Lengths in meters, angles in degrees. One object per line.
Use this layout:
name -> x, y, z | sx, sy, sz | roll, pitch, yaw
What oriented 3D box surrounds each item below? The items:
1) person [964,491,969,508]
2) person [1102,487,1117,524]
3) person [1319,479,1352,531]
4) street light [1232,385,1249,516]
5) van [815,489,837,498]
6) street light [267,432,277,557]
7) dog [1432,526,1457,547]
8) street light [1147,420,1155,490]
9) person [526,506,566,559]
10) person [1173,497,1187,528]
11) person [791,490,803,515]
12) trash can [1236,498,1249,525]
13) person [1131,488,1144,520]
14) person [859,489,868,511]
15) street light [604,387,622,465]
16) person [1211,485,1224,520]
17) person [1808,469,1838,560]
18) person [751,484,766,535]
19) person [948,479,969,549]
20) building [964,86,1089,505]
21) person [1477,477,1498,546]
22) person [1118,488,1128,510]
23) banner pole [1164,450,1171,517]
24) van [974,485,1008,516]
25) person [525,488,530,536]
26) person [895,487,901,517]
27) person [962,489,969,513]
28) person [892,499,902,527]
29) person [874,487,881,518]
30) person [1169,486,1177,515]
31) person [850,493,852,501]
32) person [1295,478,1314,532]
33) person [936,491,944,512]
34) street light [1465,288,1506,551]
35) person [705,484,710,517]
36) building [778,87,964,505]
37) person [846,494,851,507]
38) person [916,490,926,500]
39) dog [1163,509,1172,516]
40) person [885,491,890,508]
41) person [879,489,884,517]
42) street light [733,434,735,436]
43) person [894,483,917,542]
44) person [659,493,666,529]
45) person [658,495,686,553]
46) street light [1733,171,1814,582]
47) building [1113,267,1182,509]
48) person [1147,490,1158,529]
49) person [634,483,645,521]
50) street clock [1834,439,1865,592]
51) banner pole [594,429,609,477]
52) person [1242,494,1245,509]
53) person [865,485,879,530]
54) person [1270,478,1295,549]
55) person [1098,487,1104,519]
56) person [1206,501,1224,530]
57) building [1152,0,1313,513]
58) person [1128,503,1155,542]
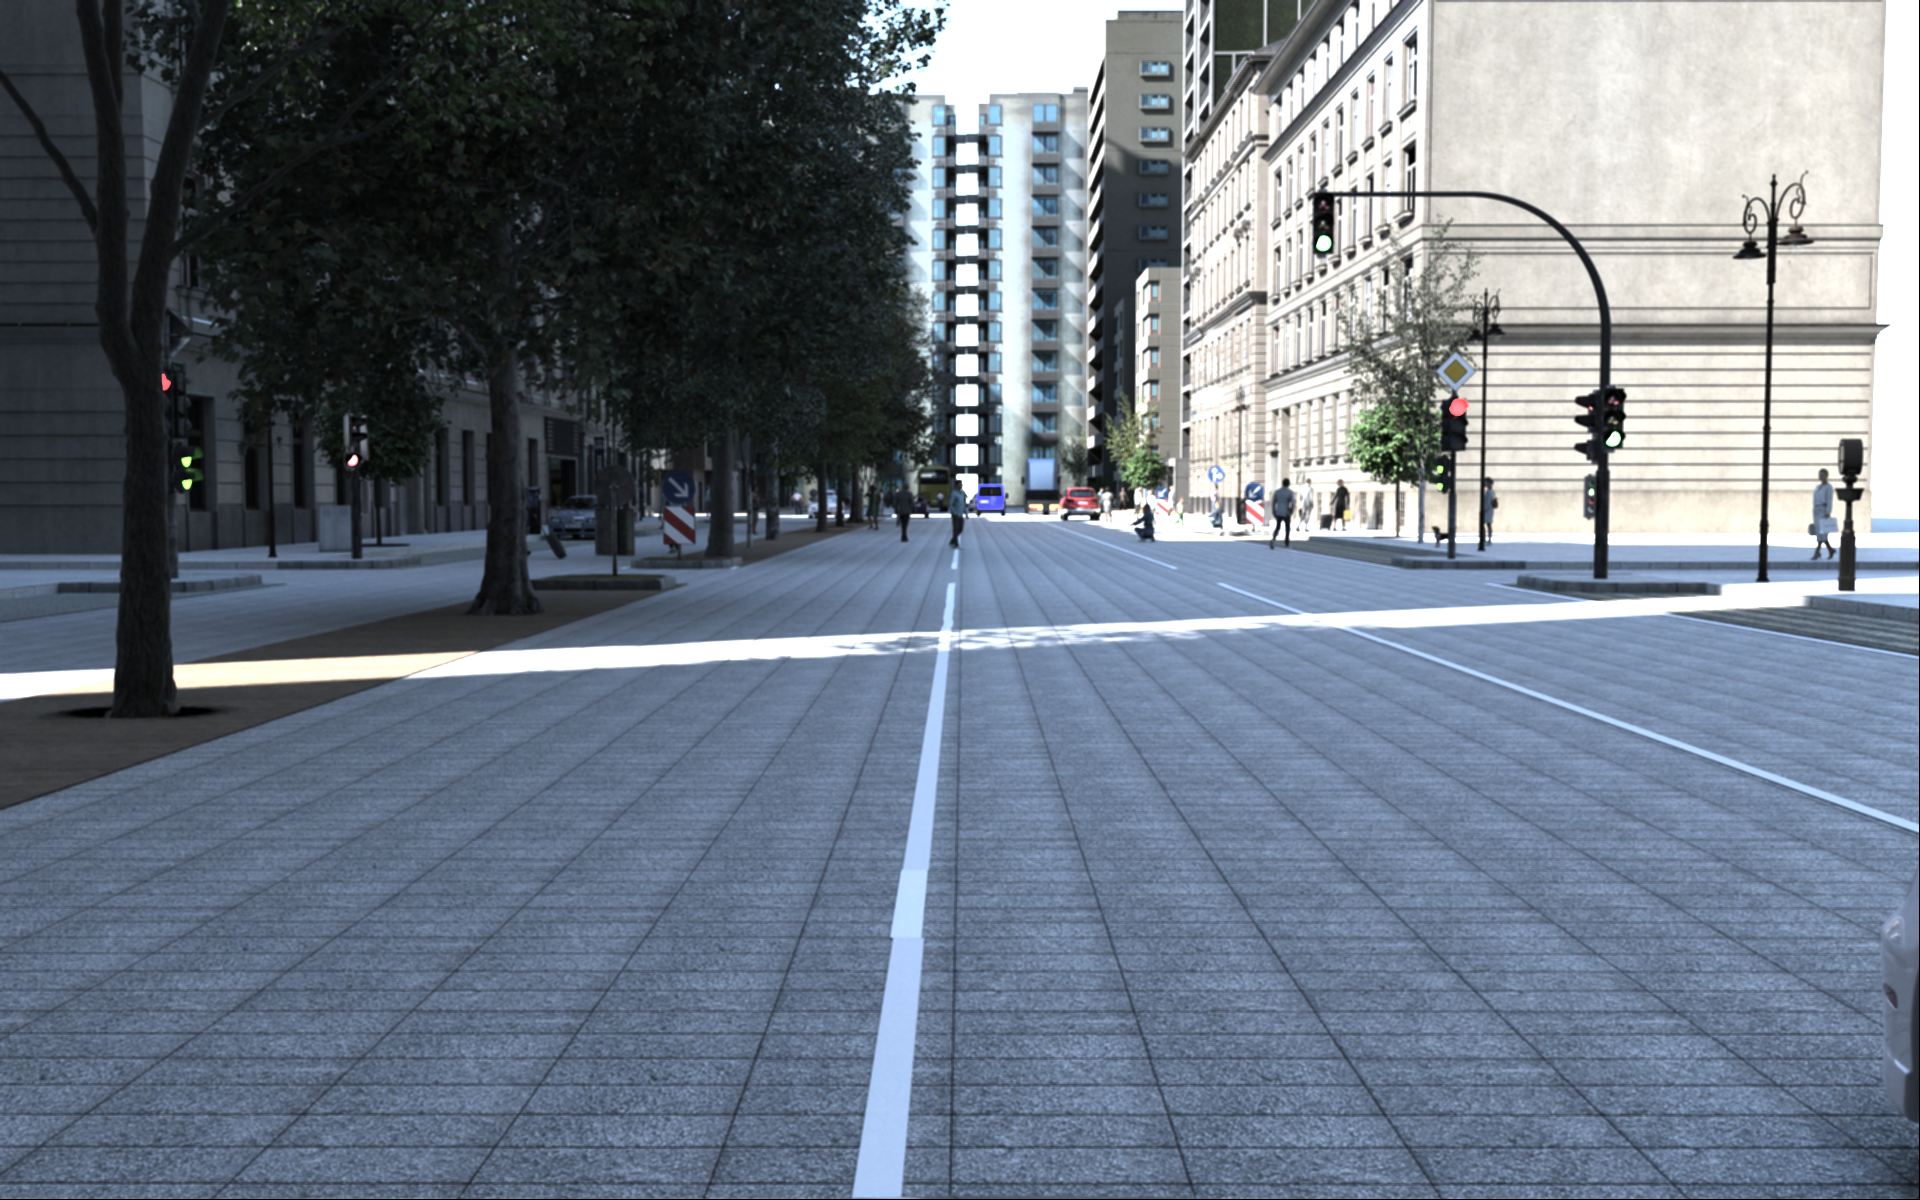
person -> 0.566, -10.583, 182.219 | 1.217, 1.739, 0.721 | 1, 4, 16
person -> 7.266, -4.589, 83.888 | 0.716, 1.782, 0.532 | 1, 4, 14
person -> 13.253, -3.349, 61.019 | 0.699, 1.804, 1.509 | -1, 4, -10
street light -> 11.861, -6.152, 73.378 | 0.468, 5.910, 1.993 | 0, 3, 0
van -> -11.638, -8.848, 151.679 | 2.013, 2.044, 4.112 | 0, 4, 0
street light -> -13.985, -3.809, 35.059 | 0.468, 5.910, 1.993 | 0, 3, 0
dog -> 11.664, -1.522, 41.718 | 0.406, 0.507, 0.540 | 3, 5, 42
street light -> 11.991, -8.307, 108.602 | 0.468, 5.910, 1.993 | 0, 3, 0
person -> -9.486, -1.799, 38.137 | 1.509, 1.804, 0.699 | 0, 4, -5
person -> 9.288, -3.694, 73.153 | 0.590, 1.304, 0.306 | 2, 4, 25
person -> -10.907, -6.527, 116.148 | 0.756, 1.711, 0.436 | 0, 4, 8
trash can -> 11.716, -3.661, 71.503 | 0.748, 1.137, 0.748 | 0, 3, 0
person -> 9.882, -5.309, 95.789 | 0.515, 1.767, 0.782 | -2, 4, -33
person -> -8.026, -7.967, 138.690 | 1.348, 1.831, 0.705 | 1, 4, 10
street light -> -13.954, -5.935, 69.823 | 0.468, 5.910, 1.993 | 0, 3, 0
person -> 12.558, -4.772, 84.654 | 0.643, 1.750, 0.593 | 1, 4, 16
person -> 16.942, -1.683, 33.913 | 0.624, 1.780, 0.694 | 0, 4, 4
person -> -7.196, -3.201, 61.191 | 0.532, 1.782, 0.716 | 1, 4, 12
person -> -0.094, -2.234, 45.048 | 0.620, 1.820, 0.660 | 2, 4, 29
building -> 15.979, -35.871, 206.105 | 30.456, 49.044, 23.786 | 0, 3, 0
person -> 13.131, -2.204, 43.088 | 0.522, 1.701, 0.512 | 1, 4, 11
person -> 12.976, -8.020, 137.719 | 0.990, 1.755, 0.434 | 3, 4, 39
banner pole -> 11.791, -6.615, 98.172 | 0.401, 3.779, 0.863 | 1, 4, 8
van -> 2.016, -6.634, 112.845 | 2.240, 2.365, 5.245 | 0, 4, 2
person -> -13.569, -2.874, 53.458 | 0.576, 1.772, 0.534 | 0, 4, -3
person -> -3.822, -6.175, 108.818 | 0.474, 1.900, 0.648 | -2, 4, -35
person -> 0.234, -7.512, 131.350 | 1.348, 1.821, 0.705 | 3, 5, 40
person -> -2.644, -3.919, 75.170 | 0.523, 1.515, 0.503 | -2, 4, -31
person -> -5.072, -5.895, 104.798 | 0.656, 1.842, 0.836 | 0, 4, 6
person -> 13.236, -6.212, 107.958 | 0.624, 1.780, 0.694 | 3, 5, 39
person -> -6.069, -5.521, 98.787 | 0.620, 1.820, 0.660 | 2, 4, 27
person -> 11.619, -3.173, 58.038 | 0.853, 1.813, 0.709 | -3, 5, -43
person -> -1.574, -7.713, 135.541 | 0.756, 1.711, 0.436 | -2, 4, -28
street light -> 11.808, -4.052, 39.041 | 0.468, 5.910, 1.993 | 0, 3, 0
person -> -14.223, -5.666, 98.539 | 0.748, 1.841, 0.638 | 3, 5, 42
building -> -14.475, -35.903, 206.620 | 30.456, 49.044, 23.786 | 0, 3, 0
person -> -11.803, -10.536, 183.950 | 0.799, 1.438, 0.628 | 2, 4, 31
person -> -3.232, -7.788, 136.543 | 1.217, 1.735, 0.721 | 1, 4, 23
dog -> 12.072, -5.112, 101.318 | 0.748, 0.427, 0.550 | 0, 4, -1
person -> -7.564, -10.453, 180.133 | 0.721, 1.743, 1.217 | -1, 4, -16
person -> -4.976, -6.036, 107.761 | 0.524, 1.755, 0.480 | 3, 4, 38
street light -> -13.828, -8.041, 104.262 | 0.468, 5.910, 1.993 | 0, 3, 0
person -> -1.621, -2.655, 52.311 | 0.661, 1.777, 0.834 | 1, 4, 18
person -> -12.033, -3.837, 71.337 | 0.850, 1.850, 0.679 | 2, 4, 27
person -> -6.999, -2.065, 42.277 | 0.660, 1.820, 0.620 | -2, 4, -33
street light -> 11.760, -3.205, 25.197 | 0.468, 5.910, 1.993 | 0, 3, 0
building -> 28.129, -18.446, 146.631 | 27.650, 21.520, 28.899 | 0, 3, 0
person -> 7.956, -3.778, 72.083 | 0.330, 1.601, 0.589 | -2, 4, -28
person -> -15.224, -4.646, 82.191 | 0.419, 1.800, 0.721 | -3, 5, -44
street clock -> 11.697, -1.115, 22.794 | 0.358, 2.002, 0.471 | 1, 4, 19
banner pole -> -13.715, -4.681, 66.552 | 0.863, 3.779, 0.401 | 2, 4, 24
person -> 13.197, -4.327, 81.065 | 0.394, 1.301, 0.425 | 2, 4, 32
person -> -3.479, -3.693, 69.129 | 0.529, 1.795, 0.600 | -2, 4, -24
person -> 8.373, -2.238, 44.945 | 0.661, 1.843, 0.795 | 3, 4, 37
person -> 8.211, -5.701, 101.724 | 0.620, 1.820, 0.660 | 2, 4, 26
person -> 10.072, -3.344, 68.671 | 0.738, 1.151, 1.012 | 3, 4, 37
building -> 24.847, -41.721, 120.385 | 20.563, 71.187, 20.611 | 0, 3, 0
person -> 5.448, -2.317, 51.886 | 0.738, 1.151, 1.012 | 3, 5, 45
